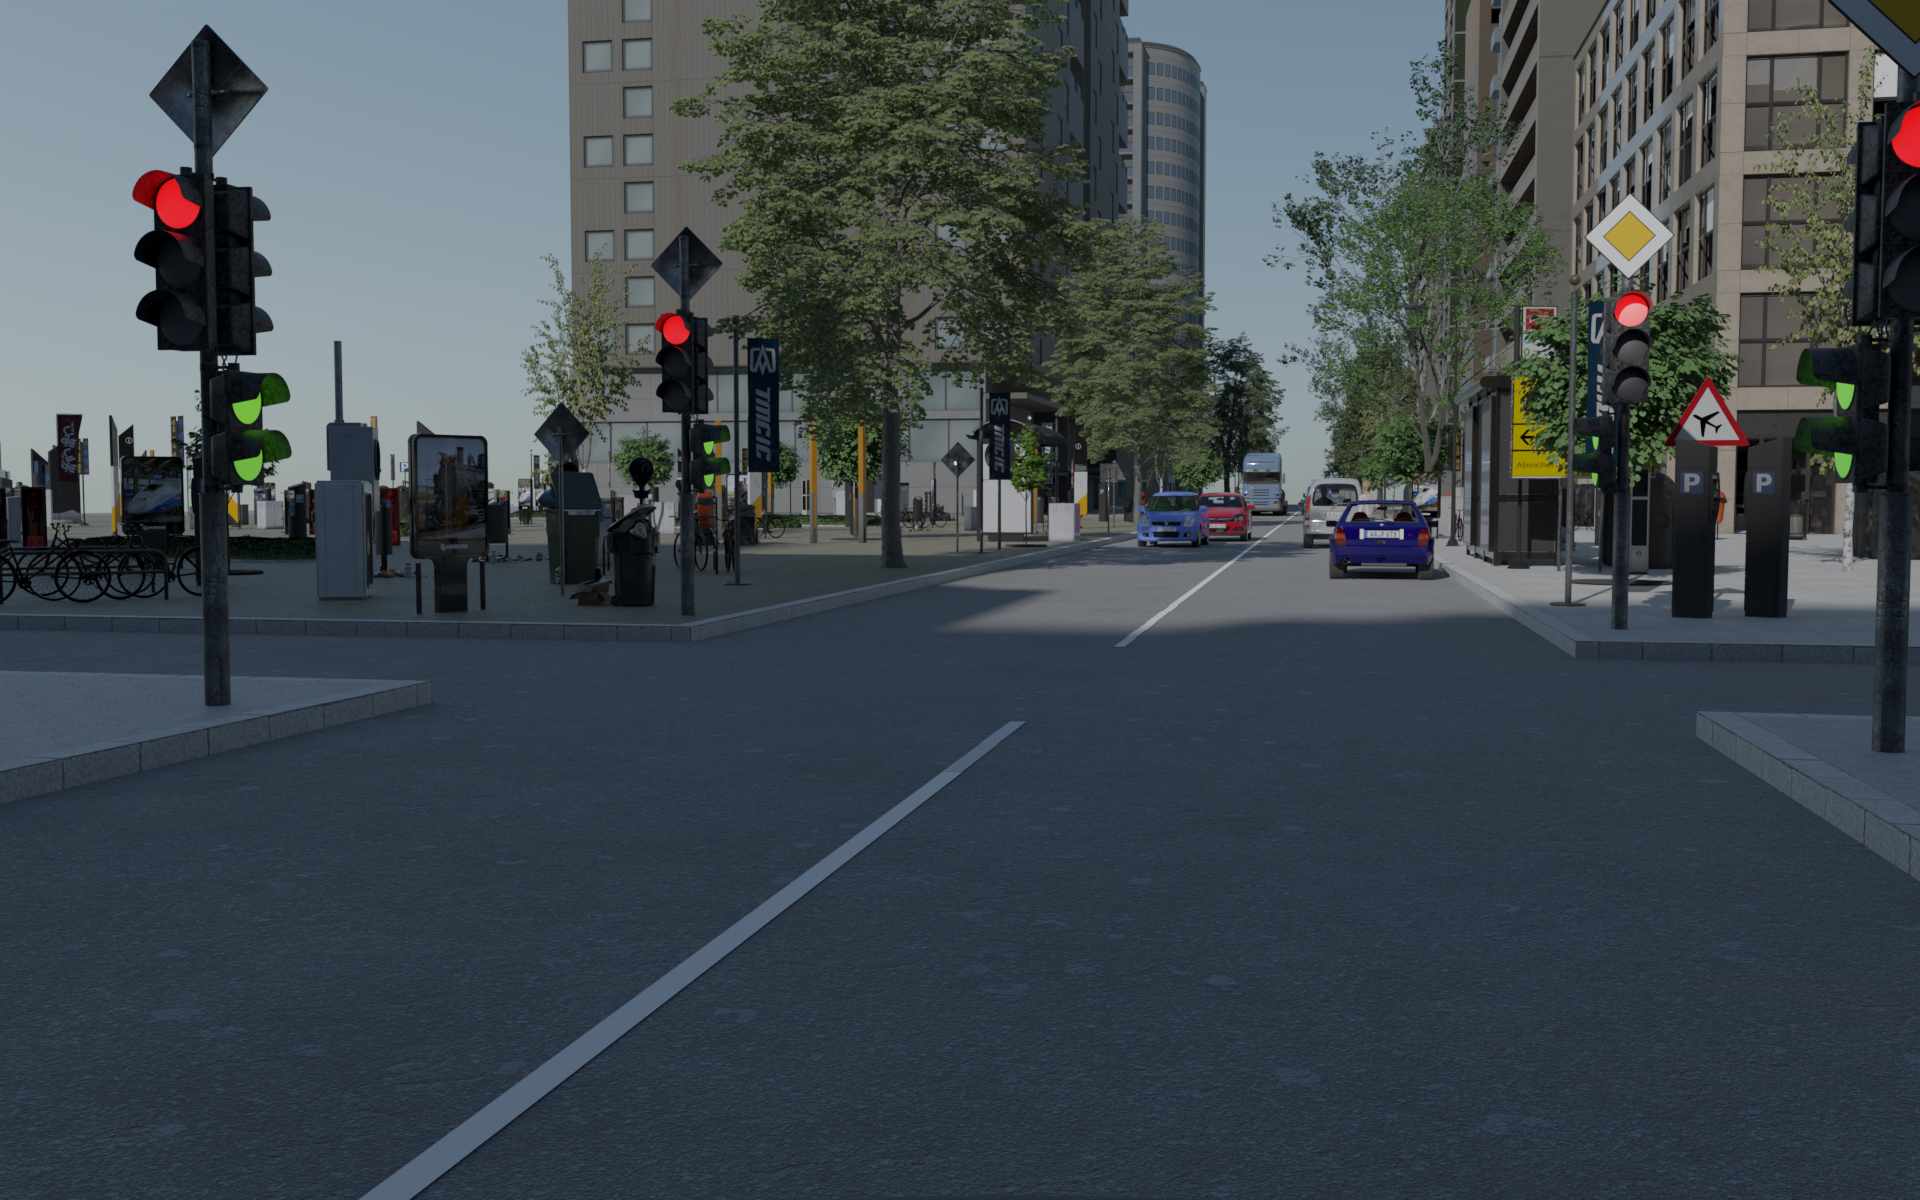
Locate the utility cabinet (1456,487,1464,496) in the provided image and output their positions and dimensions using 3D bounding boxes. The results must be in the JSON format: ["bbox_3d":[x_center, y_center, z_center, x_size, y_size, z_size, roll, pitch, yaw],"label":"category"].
[{"bbox_3d":[16.691,-2.935,56.662,1.173,1.500,0.318,-2,4,-31],"label":"utility cabinet"}]

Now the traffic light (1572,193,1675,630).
[{"bbox_3d":[6.250,-1.678,16.354,0.839,4.253,0.868,1,4,12],"label":"traffic light"}]

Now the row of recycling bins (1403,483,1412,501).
[{"bbox_3d":[15.845,-3.217,59.709,1.069,1.692,3.534,1,4,18],"label":"row of recycling bins"}]

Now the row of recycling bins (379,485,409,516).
[{"bbox_3d":[-27.711,-4.565,81.745,3.534,1.692,1.069,0,4,-5],"label":"row of recycling bins"}]

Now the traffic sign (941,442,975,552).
[{"bbox_3d":[-0.054,-2.271,38.320,0.795,2.450,0.064,1,4,18],"label":"traffic sign"}]

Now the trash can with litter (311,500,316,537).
[{"bbox_3d":[-15.202,-1.879,42.110,1.055,1.170,0.624,1,4,11],"label":"trash can with litter"}]

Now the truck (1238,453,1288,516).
[{"bbox_3d":[21.168,-7.938,119.551,2.967,4.110,18.799,1,4,12],"label":"truck"}]

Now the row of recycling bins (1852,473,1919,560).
[{"bbox_3d":[18.730,-1.715,35.151,1.069,1.692,3.534,1,4,19],"label":"row of recycling bins"}]

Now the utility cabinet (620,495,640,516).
[{"bbox_3d":[-17.020,-4.782,89.340,1.020,1.237,0.306,-1,4,-12],"label":"utility cabinet"}]

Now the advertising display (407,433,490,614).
[{"bbox_3d":[-5.543,-0.832,18.818,0.123,1.923,0.974,3,4,36],"label":"advertising display"}]

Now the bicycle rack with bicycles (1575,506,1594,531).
[{"bbox_3d":[22.348,-2.862,60.183,2.925,0.926,2.852,-3,5,-39],"label":"bicycle rack with bicycles"}]

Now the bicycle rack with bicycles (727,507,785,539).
[{"bbox_3d":[-6.504,-2.247,50.121,2.925,0.926,2.852,-1,4,-18],"label":"bicycle rack with bicycles"}]

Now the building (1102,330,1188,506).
[{"bbox_3d":[11.557,-21.736,200.426,27.650,21.520,28.899,1,4,12],"label":"building"}]

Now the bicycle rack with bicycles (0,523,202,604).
[{"bbox_3d":[-10.625,-0.483,21.287,2.925,0.926,2.852,-2,4,-28],"label":"bicycle rack with bicycles"}]

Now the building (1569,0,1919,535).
[{"bbox_3d":[36.909,-16.198,69.357,19.350,26.468,34.151,1,4,12],"label":"building"}]

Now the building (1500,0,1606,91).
[{"bbox_3d":[42.560,-28.994,97.758,21.300,48.544,21.600,1,4,12],"label":"building"}]

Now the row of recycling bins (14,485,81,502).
[{"bbox_3d":[-41.623,-4.401,79.069,1.069,1.692,3.534,1,4,17],"label":"row of recycling bins"}]

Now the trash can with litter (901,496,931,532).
[{"bbox_3d":[-1.757,-2.956,59.389,1.678,1.210,2.233,2,4,33],"label":"trash can with litter"}]

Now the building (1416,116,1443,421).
[{"bbox_3d":[68.608,-36.261,216.563,21.300,48.544,21.600,1,4,12],"label":"building"}]

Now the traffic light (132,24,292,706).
[{"bbox_3d":[-4.502,-1.315,10.419,0.839,4.253,0.868,1,4,12],"label":"traffic light"}]

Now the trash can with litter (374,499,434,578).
[{"bbox_3d":[-8.984,-0.991,27.265,1.678,1.210,2.233,-1,4,-22],"label":"trash can with litter"}]

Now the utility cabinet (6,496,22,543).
[{"bbox_3d":[-24.908,-2.101,45.516,0.306,1.237,1.020,-2,4,-34],"label":"utility cabinet"}]

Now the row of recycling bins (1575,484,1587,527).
[{"bbox_3d":[24.966,-3.776,68.857,1.069,1.692,3.534,0,4,-3],"label":"row of recycling bins"}]

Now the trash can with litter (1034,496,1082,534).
[{"bbox_3d":[2.764,-2.704,55.274,2.233,1.210,1.678,1,4,19],"label":"trash can with litter"}]

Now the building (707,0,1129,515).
[{"bbox_3d":[-1.316,-33.497,136.914,28.713,52.752,27.495,1,4,12],"label":"building"}]

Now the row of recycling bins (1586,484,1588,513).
[{"bbox_3d":[16.072,-2.102,41.473,1.069,1.692,3.534,0,4,6],"label":"row of recycling bins"}]

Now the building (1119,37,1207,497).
[{"bbox_3d":[20.524,-41.868,226.545,21.231,58.520,28.212,1,4,12],"label":"building"}]

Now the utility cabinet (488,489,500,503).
[{"bbox_3d":[-20.022,-3.973,73.632,1.173,1.500,0.318,3,5,42],"label":"utility cabinet"}]

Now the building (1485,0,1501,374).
[{"bbox_3d":[49.742,-30.775,122.787,23.786,49.044,30.456,1,4,12],"label":"building"}]

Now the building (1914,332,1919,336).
[{"bbox_3d":[40.789,-15.238,25.555,44.131,29.872,17.030,1,4,12],"label":"building"}]

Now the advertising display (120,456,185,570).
[{"bbox_3d":[-13.726,-1.483,29.466,0.974,1.923,0.123,-2,4,-34],"label":"advertising display"}]

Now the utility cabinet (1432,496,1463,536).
[{"bbox_3d":[15.000,-2.567,53.133,1.020,1.237,0.306,0,4,-1],"label":"utility cabinet"}]

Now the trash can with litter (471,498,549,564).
[{"bbox_3d":[-8.493,-1.351,33.141,1.678,1.210,2.233,2,4,33],"label":"trash can with litter"}]

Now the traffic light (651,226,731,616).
[{"bbox_3d":[-2.868,-1.793,18.235,0.839,4.253,0.868,1,4,12],"label":"traffic light"}]

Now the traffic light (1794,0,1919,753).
[{"bbox_3d":[4.617,-1.200,8.537,0.839,4.253,0.868,1,4,12],"label":"traffic light"}]

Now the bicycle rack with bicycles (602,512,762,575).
[{"bbox_3d":[-4.779,-0.923,28.471,2.852,0.926,2.925,0,4,-8],"label":"bicycle rack with bicycles"}]

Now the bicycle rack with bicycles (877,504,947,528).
[{"bbox_3d":[-1.922,-3.219,66.017,2.925,0.926,2.852,-1,4,-13],"label":"bicycle rack with bicycles"}]

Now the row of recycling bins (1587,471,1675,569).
[{"bbox_3d":[12.122,-1.471,31.164,1.069,1.692,3.534,1,4,13],"label":"row of recycling bins"}]

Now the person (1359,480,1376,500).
[{"bbox_3d":[9.089,-1.762,37.975,0.731,1.740,0.598,-3,5,-42],"label":"person"}]

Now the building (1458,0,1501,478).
[{"bbox_3d":[49.991,-30.322,145.868,14.600,45.320,14.200,1,4,12],"label":"building"}]

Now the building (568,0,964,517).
[{"bbox_3d":[-6.904,-31.853,110.043,28.713,52.752,27.495,1,4,12],"label":"building"}]

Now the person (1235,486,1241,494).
[{"bbox_3d":[12.499,-4.247,78.339,0.834,1.777,0.661,1,4,15],"label":"person"}]

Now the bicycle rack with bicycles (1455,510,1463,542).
[{"bbox_3d":[14.357,-2.009,46.228,2.852,0.926,2.925,1,4,12],"label":"bicycle rack with bicycles"}]

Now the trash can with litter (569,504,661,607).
[{"bbox_3d":[-3.977,-0.519,19.877,1.055,1.170,0.624,1,4,15],"label":"trash can with litter"}]

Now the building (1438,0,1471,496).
[{"bbox_3d":[63.298,-46.312,195.458,20.563,71.187,20.611,1,4,12],"label":"building"}]

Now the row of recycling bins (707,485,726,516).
[{"bbox_3d":[-10.774,-4.286,77.194,1.069,1.692,3.534,0,4,-3],"label":"row of recycling bins"}]

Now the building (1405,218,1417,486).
[{"bbox_3d":[67.851,-33.733,235.136,14.154,41.232,14.086,1,4,12],"label":"building"}]

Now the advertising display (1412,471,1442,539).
[{"bbox_3d":[13.319,-2.708,49.485,0.123,1.923,0.974,-2,4,-34],"label":"advertising display"}]
